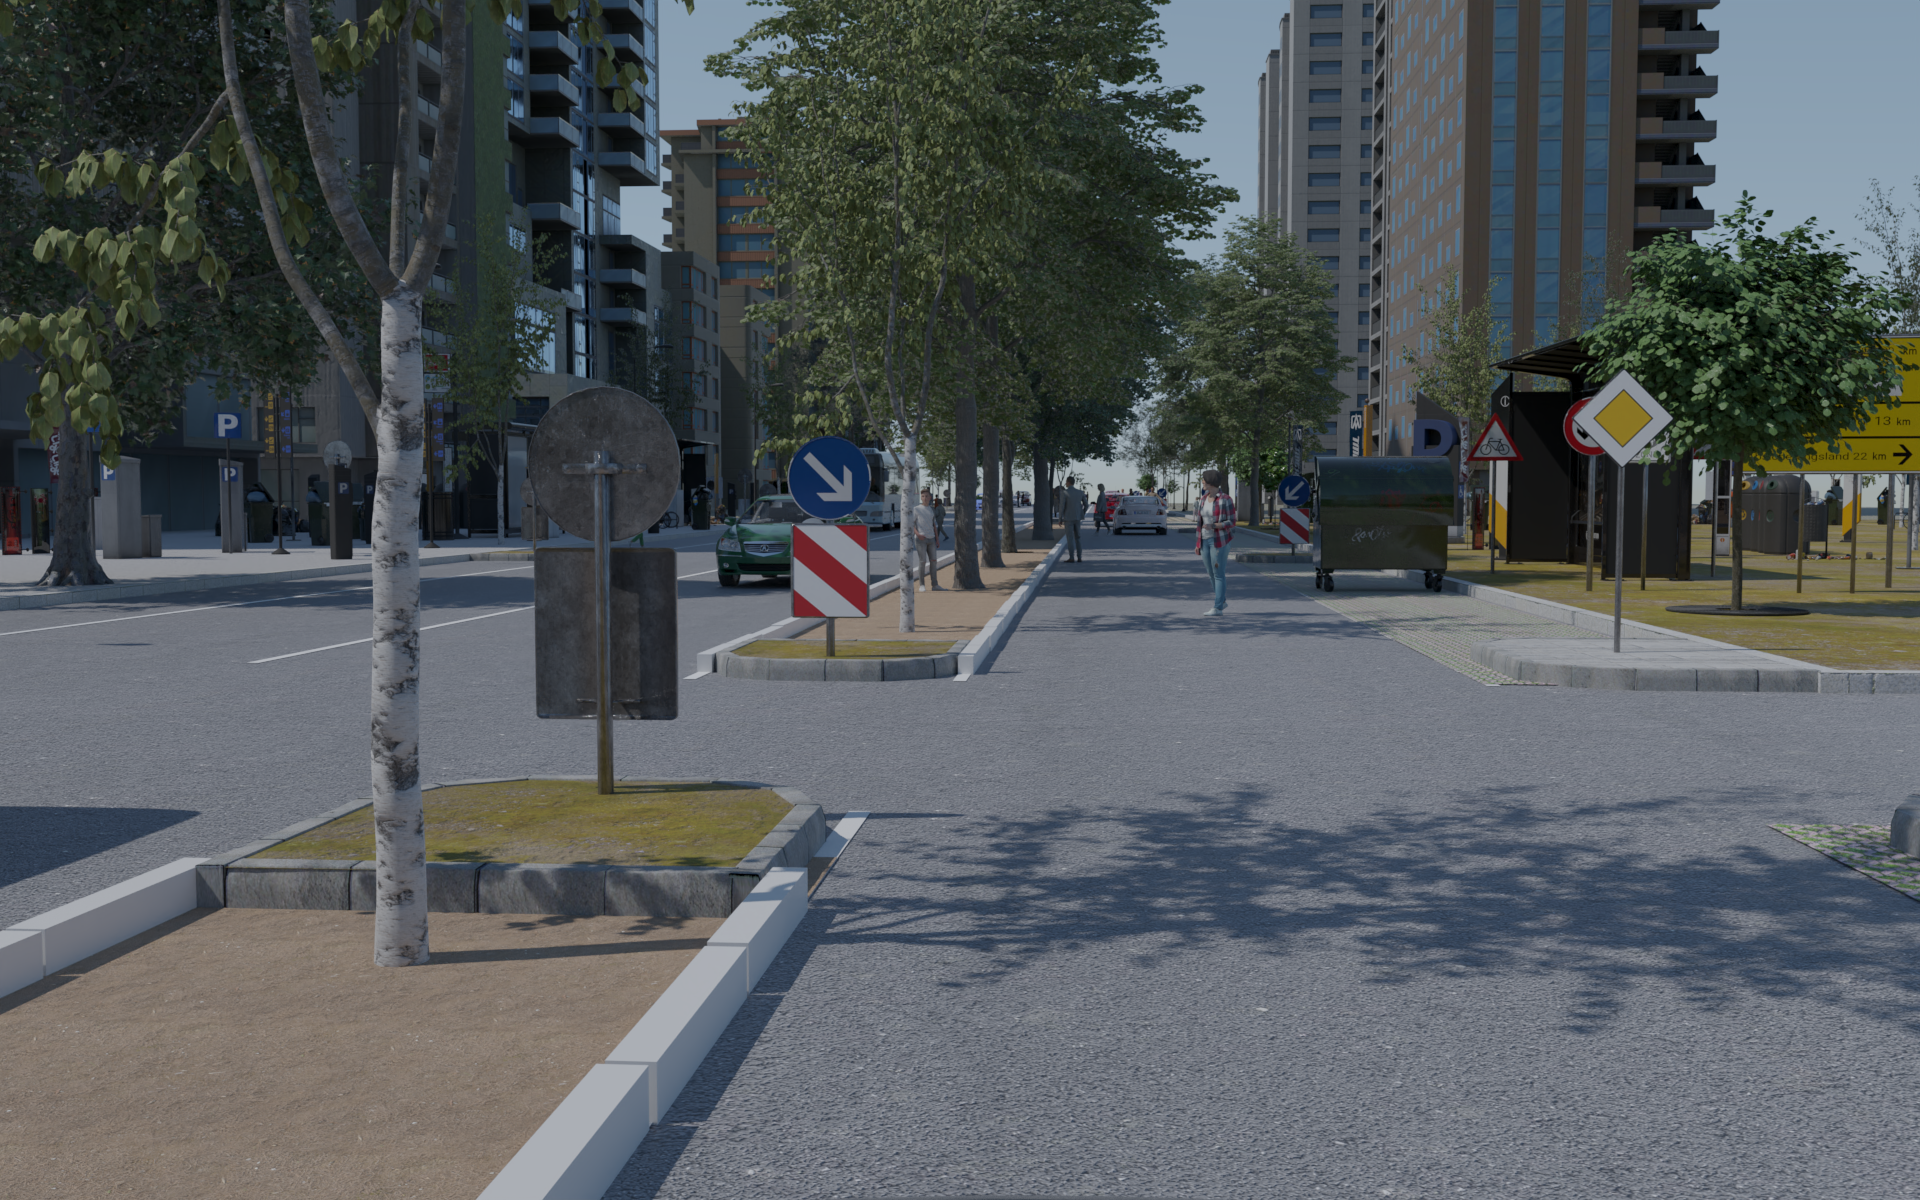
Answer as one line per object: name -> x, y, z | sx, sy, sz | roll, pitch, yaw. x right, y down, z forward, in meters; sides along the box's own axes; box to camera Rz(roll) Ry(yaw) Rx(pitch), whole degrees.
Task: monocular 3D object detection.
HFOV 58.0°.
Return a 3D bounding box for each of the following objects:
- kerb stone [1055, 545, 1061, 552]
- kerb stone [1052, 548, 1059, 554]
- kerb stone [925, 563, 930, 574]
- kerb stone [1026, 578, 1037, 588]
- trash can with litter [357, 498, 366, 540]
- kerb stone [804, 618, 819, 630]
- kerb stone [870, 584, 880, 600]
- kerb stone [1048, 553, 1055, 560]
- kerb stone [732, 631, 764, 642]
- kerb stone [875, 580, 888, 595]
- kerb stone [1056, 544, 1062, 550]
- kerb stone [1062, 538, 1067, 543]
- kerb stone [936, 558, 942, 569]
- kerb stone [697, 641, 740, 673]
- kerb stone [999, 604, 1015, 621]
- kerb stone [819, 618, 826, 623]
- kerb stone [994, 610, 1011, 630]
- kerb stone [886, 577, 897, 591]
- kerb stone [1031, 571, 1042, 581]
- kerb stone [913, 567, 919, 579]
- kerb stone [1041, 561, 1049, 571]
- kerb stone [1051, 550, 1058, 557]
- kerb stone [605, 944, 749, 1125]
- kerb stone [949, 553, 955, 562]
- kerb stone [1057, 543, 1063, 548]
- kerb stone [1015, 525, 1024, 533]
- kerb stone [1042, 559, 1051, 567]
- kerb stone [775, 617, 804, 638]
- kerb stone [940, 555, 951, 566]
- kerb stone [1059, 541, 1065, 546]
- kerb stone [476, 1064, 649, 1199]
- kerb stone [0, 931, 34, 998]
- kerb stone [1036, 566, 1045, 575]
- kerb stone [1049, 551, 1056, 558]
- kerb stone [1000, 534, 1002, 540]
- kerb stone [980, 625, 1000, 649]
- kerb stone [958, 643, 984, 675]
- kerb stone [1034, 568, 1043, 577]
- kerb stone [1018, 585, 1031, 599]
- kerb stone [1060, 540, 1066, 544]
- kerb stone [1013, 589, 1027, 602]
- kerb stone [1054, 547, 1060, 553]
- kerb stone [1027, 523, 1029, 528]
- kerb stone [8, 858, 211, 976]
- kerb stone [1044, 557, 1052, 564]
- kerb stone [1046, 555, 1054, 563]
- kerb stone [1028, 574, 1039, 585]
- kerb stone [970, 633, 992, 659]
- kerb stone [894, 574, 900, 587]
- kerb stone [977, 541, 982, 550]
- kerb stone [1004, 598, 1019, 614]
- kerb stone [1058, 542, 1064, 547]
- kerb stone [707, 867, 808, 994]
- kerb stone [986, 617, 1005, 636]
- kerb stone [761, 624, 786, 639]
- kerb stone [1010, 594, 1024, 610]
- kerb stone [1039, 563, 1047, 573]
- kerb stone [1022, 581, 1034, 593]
kerb stone -> 2.246, -1.135, 40.755 | 0.120, 0.150, 1.000 | 0, 4, 5
kerb stone -> 2.075, -1.008, 38.719 | 0.120, 0.150, 1.000 | 0, 4, 5
kerb stone -> -0.675, -0.523, 30.744 | 0.120, 0.150, 1.000 | 0, 4, 5
kerb stone -> 1.009, -0.191, 25.449 | 0.120, 0.150, 1.000 | 0, 4, 5
trash can with litter -> -16.050, -2.224, 47.744 | 1.055, 1.170, 0.624 | -1, 4, -20
kerb stone -> -1.669, 0.227, 18.489 | 0.120, 0.150, 1.000 | 0, 4, 5
kerb stone -> -1.247, -0.085, 23.591 | 0.120, 0.150, 1.000 | 0, 4, 5
kerb stone -> 1.836, -0.823, 35.656 | 0.120, 0.150, 1.000 | 0, 4, 5
kerb stone -> -1.919, 0.417, 15.404 | 0.120, 0.150, 1.000 | 0, 4, 5
kerb stone -> -1.174, -0.148, 24.610 | 0.120, 0.150, 1.000 | 0, 4, 5
kerb stone -> 2.331, -1.195, 41.774 | 0.120, 0.150, 1.000 | 0, 4, 5
kerb stone -> 2.824, -1.568, 47.890 | 0.120, 0.150, 1.000 | 0, 4, 5
kerb stone -> -0.500, -0.645, 32.787 | 0.120, 0.150, 1.000 | 0, 4, 5
kerb stone -> -2.008, 0.478, 14.373 | 0.120, 0.150, 1.000 | 0, 4, 5
kerb stone -> 0.500, 0.176, 19.313 | 0.120, 0.150, 1.000 | 0, 4, 5
kerb stone -> -1.586, 0.164, 19.508 | 0.120, 0.150, 1.000 | 0, 4, 5
kerb stone -> 0.423, 0.239, 18.287 | 0.120, 0.150, 1.000 | 0, 4, 5
kerb stone -> -1.086, -0.210, 25.629 | 0.120, 0.150, 1.000 | 0, 4, 5
kerb stone -> 1.177, -0.321, 27.490 | 0.120, 0.150, 1.000 | 0, 4, 5
kerb stone -> -0.755, -0.459, 29.723 | 0.120, 0.150, 1.000 | 0, 4, 5
kerb stone -> 1.506, -0.571, 31.581 | 0.120, 0.150, 1.000 | 0, 4, 5
kerb stone -> 2.000, -0.948, 37.699 | 0.120, 0.150, 1.000 | 0, 4, 5
kerb stone -> -0.706, 1.090, 4.430 | 0.120, 0.150, 1.000 | 0, 4, 5
kerb stone -> -0.258, -0.835, 35.843 | 0.120, 0.150, 1.000 | 0, 4, 5
kerb stone -> 2.420, -1.260, 42.792 | 0.120, 0.150, 1.000 | 0, 4, 5
kerb stone -> 2.309, -2.766, 67.491 | 0.120, 0.150, 1.000 | 0, 4, 5
kerb stone -> 1.592, -0.636, 32.599 | 0.120, 0.150, 1.000 | 0, 4, 5
kerb stone -> -1.748, 0.290, 17.460 | 0.120, 0.150, 1.000 | 0, 4, 5
kerb stone -> -0.338, -0.772, 34.824 | 0.120, 0.150, 1.000 | 0, 4, 5
kerb stone -> 2.575, -1.380, 44.831 | 0.120, 0.150, 1.000 | 0, 4, 5
kerb stone -> -0.800, 1.150, 3.404 | 0.120, 0.150, 1.000 | 0, 4, 5
kerb stone -> -2.793, 1.077, 4.591 | 0.120, 0.150, 1.000 | 0, 4, 5
kerb stone -> 1.332, -0.446, 29.539 | 0.120, 0.150, 1.000 | 0, 4, 5
kerb stone -> 1.913, -0.885, 36.677 | 0.120, 0.150, 1.000 | 0, 4, 5
kerb stone -> 1.484, -2.143, 57.282 | 0.120, 0.150, 1.000 | 0, 4, 5
kerb stone -> 0.260, 0.367, 16.247 | 0.120, 0.150, 1.000 | 0, 4, 5
kerb stone -> 0.085, 0.488, 14.211 | 0.120, 0.150, 1.000 | 0, 4, 5
kerb stone -> 1.247, -0.387, 28.521 | 0.120, 0.150, 1.000 | 0, 4, 5
kerb stone -> 0.844, -0.073, 23.411 | 0.120, 0.150, 1.000 | 0, 4, 5
kerb stone -> 2.658, -1.446, 45.853 | 0.120, 0.150, 1.000 | 0, 4, 5
kerb stone -> 0.749, -0.012, 22.389 | 0.120, 0.150, 1.000 | 0, 4, 5
kerb stone -> 2.165, -1.073, 39.736 | 0.120, 0.150, 1.000 | 0, 4, 5
kerb stone -> 2.653, -3.020, 71.573 | 0.120, 0.150, 1.000 | 0, 4, 5
kerb stone -> -2.717, 1.014, 5.610 | 0.120, 0.150, 1.000 | 0, 4, 5
kerb stone -> 1.667, -0.699, 33.618 | 0.120, 0.150, 1.000 | 0, 4, 5
kerb stone -> 1.753, -0.761, 34.637 | 0.120, 0.150, 1.000 | 0, 4, 5
kerb stone -> 1.083, -0.256, 26.472 | 0.120, 0.150, 1.000 | 0, 4, 5
kerb stone -> 0.166, 0.426, 15.229 | 0.120, 0.150, 1.000 | 0, 4, 5
kerb stone -> -1.003, -0.267, 26.652 | 0.120, 0.150, 1.000 | 0, 4, 5
kerb stone -> 0.573, -1.459, 46.058 | 0.120, 0.150, 1.000 | 0, 4, 5
kerb stone -> 0.579, 0.115, 20.340 | 0.120, 0.150, 1.000 | 0, 4, 5
kerb stone -> 2.493, -1.322, 43.811 | 0.120, 0.150, 1.000 | 0, 4, 5
kerb stone -> -0.624, 1.024, 5.455 | 0.120, 0.150, 1.000 | 0, 4, 5
kerb stone -> 0.334, 0.302, 17.269 | 0.120, 0.150, 1.000 | 0, 4, 5
kerb stone -> -1.823, 0.362, 16.422 | 0.120, 0.150, 1.000 | 0, 4, 5
kerb stone -> 0.671, 0.057, 21.370 | 0.120, 0.150, 1.000 | 0, 4, 5
kerb stone -> 1.413, -0.506, 30.558 | 0.120, 0.150, 1.000 | 0, 4, 5
kerb stone -> 0.926, -0.137, 24.430 | 0.120, 0.150, 1.000 | 0, 4, 5
